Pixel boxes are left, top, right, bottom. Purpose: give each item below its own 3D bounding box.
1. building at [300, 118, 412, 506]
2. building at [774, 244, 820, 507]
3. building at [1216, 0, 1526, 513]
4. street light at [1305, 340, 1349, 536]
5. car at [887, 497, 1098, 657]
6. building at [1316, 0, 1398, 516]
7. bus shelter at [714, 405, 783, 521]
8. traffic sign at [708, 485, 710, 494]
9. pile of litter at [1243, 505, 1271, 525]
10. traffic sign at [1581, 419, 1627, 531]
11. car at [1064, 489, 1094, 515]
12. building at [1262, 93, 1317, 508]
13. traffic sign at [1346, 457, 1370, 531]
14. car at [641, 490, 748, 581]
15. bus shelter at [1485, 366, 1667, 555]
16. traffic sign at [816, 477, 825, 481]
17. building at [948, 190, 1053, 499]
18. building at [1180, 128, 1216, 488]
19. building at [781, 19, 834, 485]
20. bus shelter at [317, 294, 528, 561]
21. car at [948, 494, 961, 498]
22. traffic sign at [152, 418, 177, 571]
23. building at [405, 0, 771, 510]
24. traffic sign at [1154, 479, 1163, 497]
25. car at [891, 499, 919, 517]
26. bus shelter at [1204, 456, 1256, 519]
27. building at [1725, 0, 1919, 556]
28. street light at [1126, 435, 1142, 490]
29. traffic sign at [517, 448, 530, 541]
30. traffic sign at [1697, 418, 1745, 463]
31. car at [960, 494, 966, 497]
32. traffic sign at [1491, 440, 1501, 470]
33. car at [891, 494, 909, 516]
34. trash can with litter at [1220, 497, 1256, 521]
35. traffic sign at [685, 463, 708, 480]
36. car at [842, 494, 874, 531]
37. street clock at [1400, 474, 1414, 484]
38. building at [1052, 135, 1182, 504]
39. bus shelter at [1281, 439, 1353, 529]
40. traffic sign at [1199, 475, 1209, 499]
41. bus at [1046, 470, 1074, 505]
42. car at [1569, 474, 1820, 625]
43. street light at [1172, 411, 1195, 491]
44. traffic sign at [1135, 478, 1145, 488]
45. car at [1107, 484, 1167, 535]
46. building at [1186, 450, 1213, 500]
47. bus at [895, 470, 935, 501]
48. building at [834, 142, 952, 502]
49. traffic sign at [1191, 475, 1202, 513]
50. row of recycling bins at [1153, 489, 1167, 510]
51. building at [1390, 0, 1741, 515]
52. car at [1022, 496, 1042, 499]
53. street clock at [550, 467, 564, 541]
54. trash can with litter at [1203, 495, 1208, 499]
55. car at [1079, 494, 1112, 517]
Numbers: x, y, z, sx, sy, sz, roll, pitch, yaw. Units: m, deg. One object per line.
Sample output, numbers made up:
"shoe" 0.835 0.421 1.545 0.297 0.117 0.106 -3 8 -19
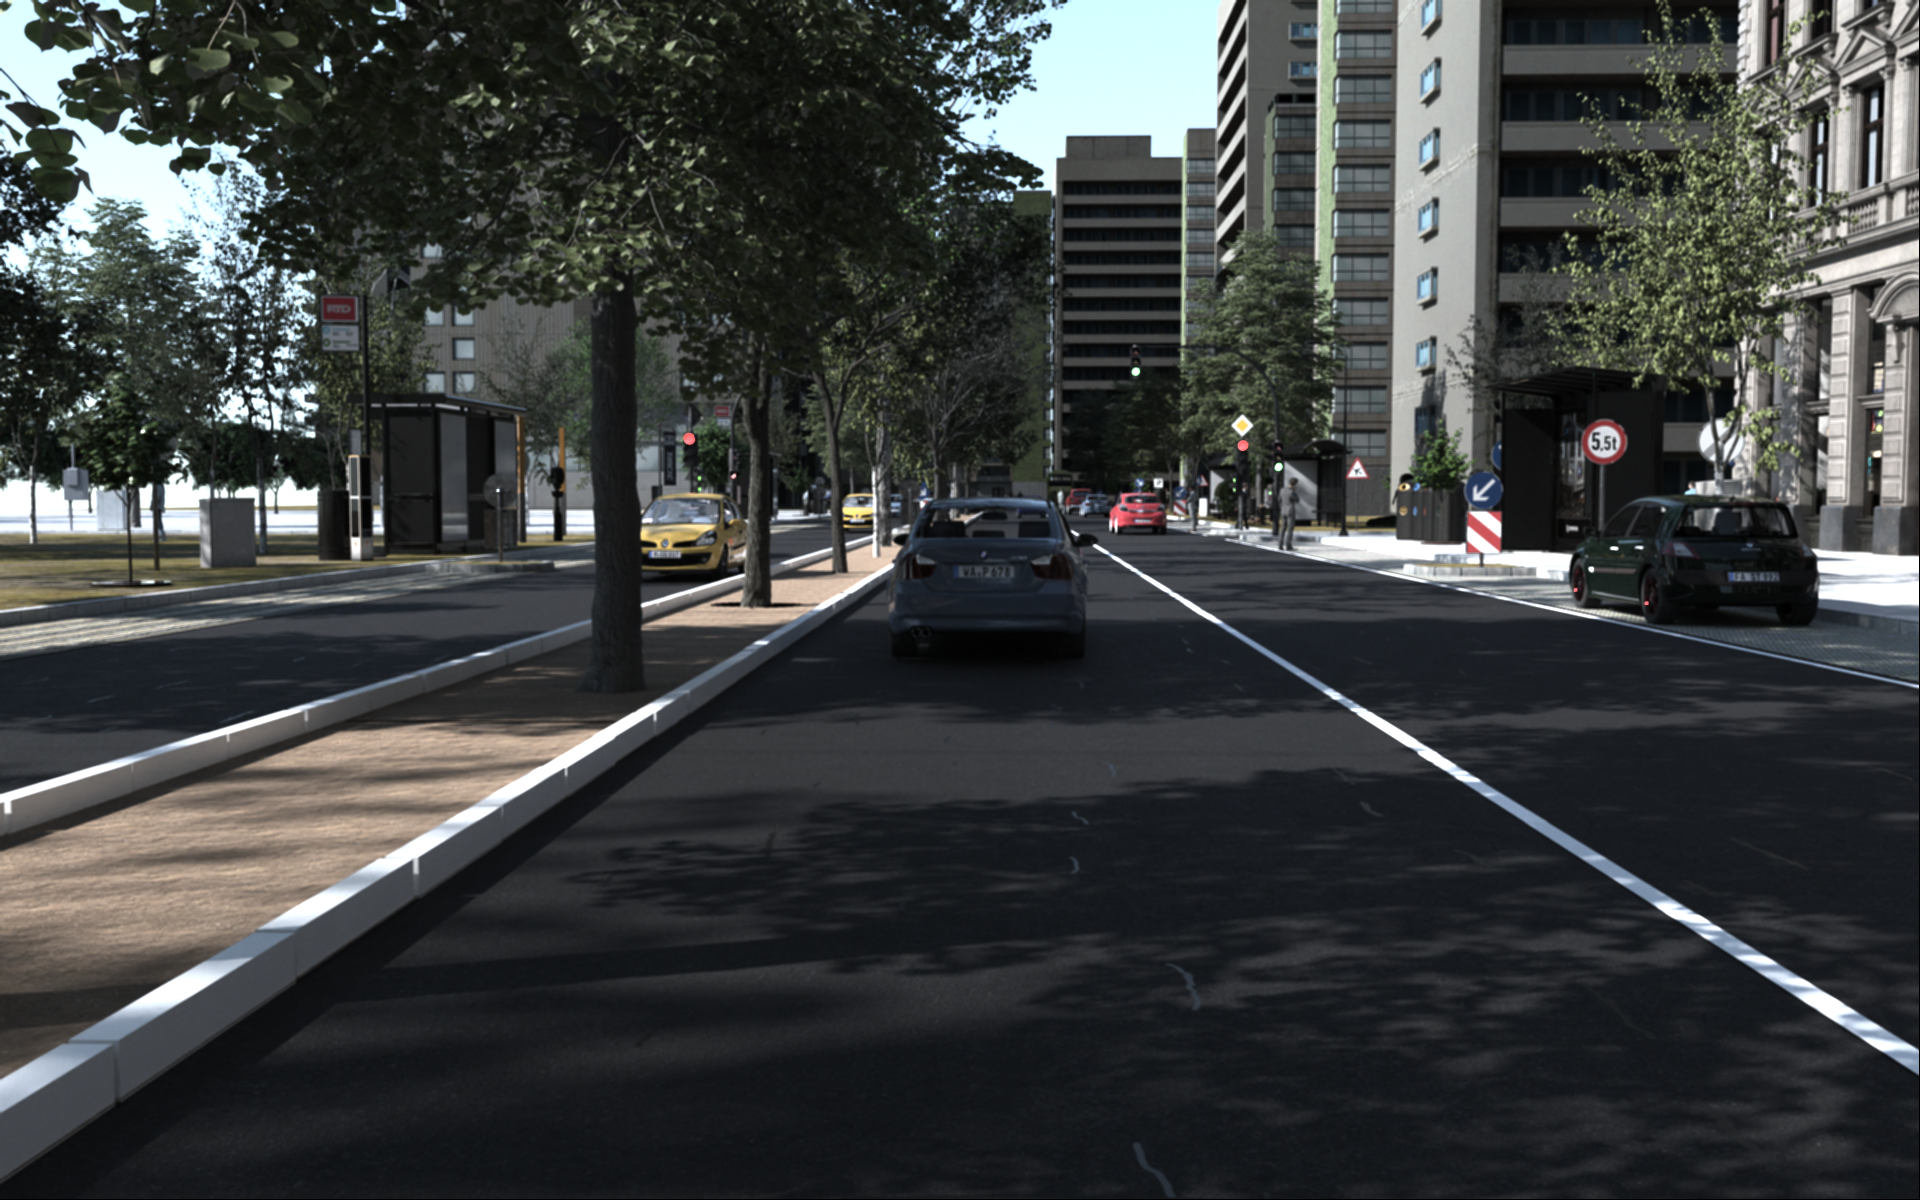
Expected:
"building" -65.815 -33.574 199.049 14.200 45.320 14.600 0 4 2
"building" -21.705 -24.498 172.243 14.160 30.474 14.107 0 4 2
"building" 33.578 -32.008 147.024 21.300 48.544 21.600 0 4 2
"street light" 11.128 -4.891 52.514 1.470 5.913 1.316 0 4 2
"car" 0.320 -0.278 16.541 2.014 1.417 4.499 0 4 3
"building" 28.747 -25.823 105.793 14.154 41.232 14.086 0 4 2
"bus shelter" -9.905 -6.299 80.625 2.179 5.291 8.768 0 4 2
"traffic sign" -11.497 -4.853 79.457 0.768 2.556 0.104 1 4 9
"pile of litter" 12.450 -3.609 72.975 1.176 0.858 1.719 0 4 -7
"traffic sign" 10.984 -1.805 29.625 0.768 2.556 0.104 0 4 3
"car" 8.565 -6.984 122.869 2.281 1.827 5.304 0 4 1
"building" 29.218 -21.803 128.173 14.160 30.474 14.107 0 4 2
"traffic sign" 13.917 -3.713 60.706 0.884 2.594 0.081 1 4 10
"car" -4.673 -1.203 29.888 2.015 1.641 3.980 0 4 3
"bus shelter" 12.208 -2.661 34.795 1.731 3.624 6.357 0 4 2
"traffic sign" -10.304 -7.765 127.065 0.768 2.556 0.104 1 4 10
"building" 5.425 -33.740 235.249 14.086 41.232 14.154 0 4 2
"building" 31.941 -31.357 196.273 14.154 41.232 14.086 0 4 2
"building" -25.333 -46.216 193.881 20.611 71.187 20.563 0 4 2
"bus shelter" -11.682 -3.665 37.550 2.179 5.291 8.768 0 4 2
"car" -0.606 -10.094 175.257 2.015 1.641 3.980 0 4 0
"traffic sign" -13.450 -1.763 28.931 0.768 2.556 0.104 0 4 2
"building" -30.389 -34.362 151.053 28.713 52.752 27.495 0 4 2
"traffic sign" 13.333 -6.988 116.376 0.606 2.300 0.079 0 4 5
"car" -3.397 -5.927 109.268 2.083 1.381 4.827 0 3 0
"bus shelter" 14.239 -5.975 91.617 2.014 3.302 5.546 0 4 2
"building" 24.157 -12.561 34.255 11.050 23.489 19.941 0 4 2
"street light" 13.692 -9.998 136.004 1.470 5.913 1.316 0 4 2
"traffic sign" -12.183 -2.903 47.567 0.768 2.556 0.104 1 4 9
"traffic sign" 12.793 -1.779 29.185 0.768 2.556 0.104 0 4 8
"car" 0.409 -11.474 197.378 2.009 1.686 4.222 0 4 2
"traffic sign" 12.444 -2.401 39.365 0.768 2.556 0.104 0 4 5
"car" -3.730 -5.595 103.481 2.014 1.417 4.499 0 4 3
"trash can with litter" 13.591 -4.411 83.169 2.233 1.210 1.678 0 4 3
"traffic sign" -9.994 -4.016 65.668 0.884 2.594 0.081 0 4 6
"car" -3.701 -3.379 65.466 2.015 1.641 3.980 0 4 2
"street clock" 15.760 -3.457 61.091 0.471 2.002 0.358 0 4 -7
"building" 23.330 -37.499 236.816 21.600 48.544 21.300 0 4 2
"bus shelter" 13.486 -4.424 66.261 2.014 3.302 5.546 0 4 2
"traffic sign" 15.956 -6.984 114.197 0.884 2.594 0.081 0 4 7
"bus" 10.170 -11.295 176.221 2.896 3.916 12.252 0 4 3
"car" 8.473 -0.641 20.270 2.009 1.686 4.222 0 4 3
"street light" 12.497 -7.573 96.356 1.470 5.913 1.316 0 4 2
"traffic sign" 13.865 -8.172 133.719 0.768 2.556 0.104 0 4 6
"car" 6.393 -3.262 62.375 2.155 1.783 4.494 0 4 1
"building" 35.527 -52.575 172.272 22.319 86.520 31.000 0 4 2
"bus" -3.031 -8.135 127.866 2.948 3.499 13.247 0 4 1
"building" -15.162 -39.920 241.931 27.495 52.752 28.713 0 4 2
"traffic sign" 15.402 -6.902 112.950 0.768 2.556 0.104 0 4 2
"row of recycling bins" 15.259 -7.668 132.485 1.069 1.692 3.534 1 4 9
"building" 31.521 -27.849 79.034 21.600 48.544 21.300 0 4 2
"car" 4.236 -5.540 103.160 1.945 1.354 3.894 0 4 0
"street clock" -10.946 -2.603 47.128 0.358 2.002 0.471 -2 4 -33
"trash can with litter" 14.976 -5.717 104.526 1.678 1.210 2.233 1 4 20
"car" 8.401 -5.824 107.229 2.014 1.417 4.499 0 4 1
